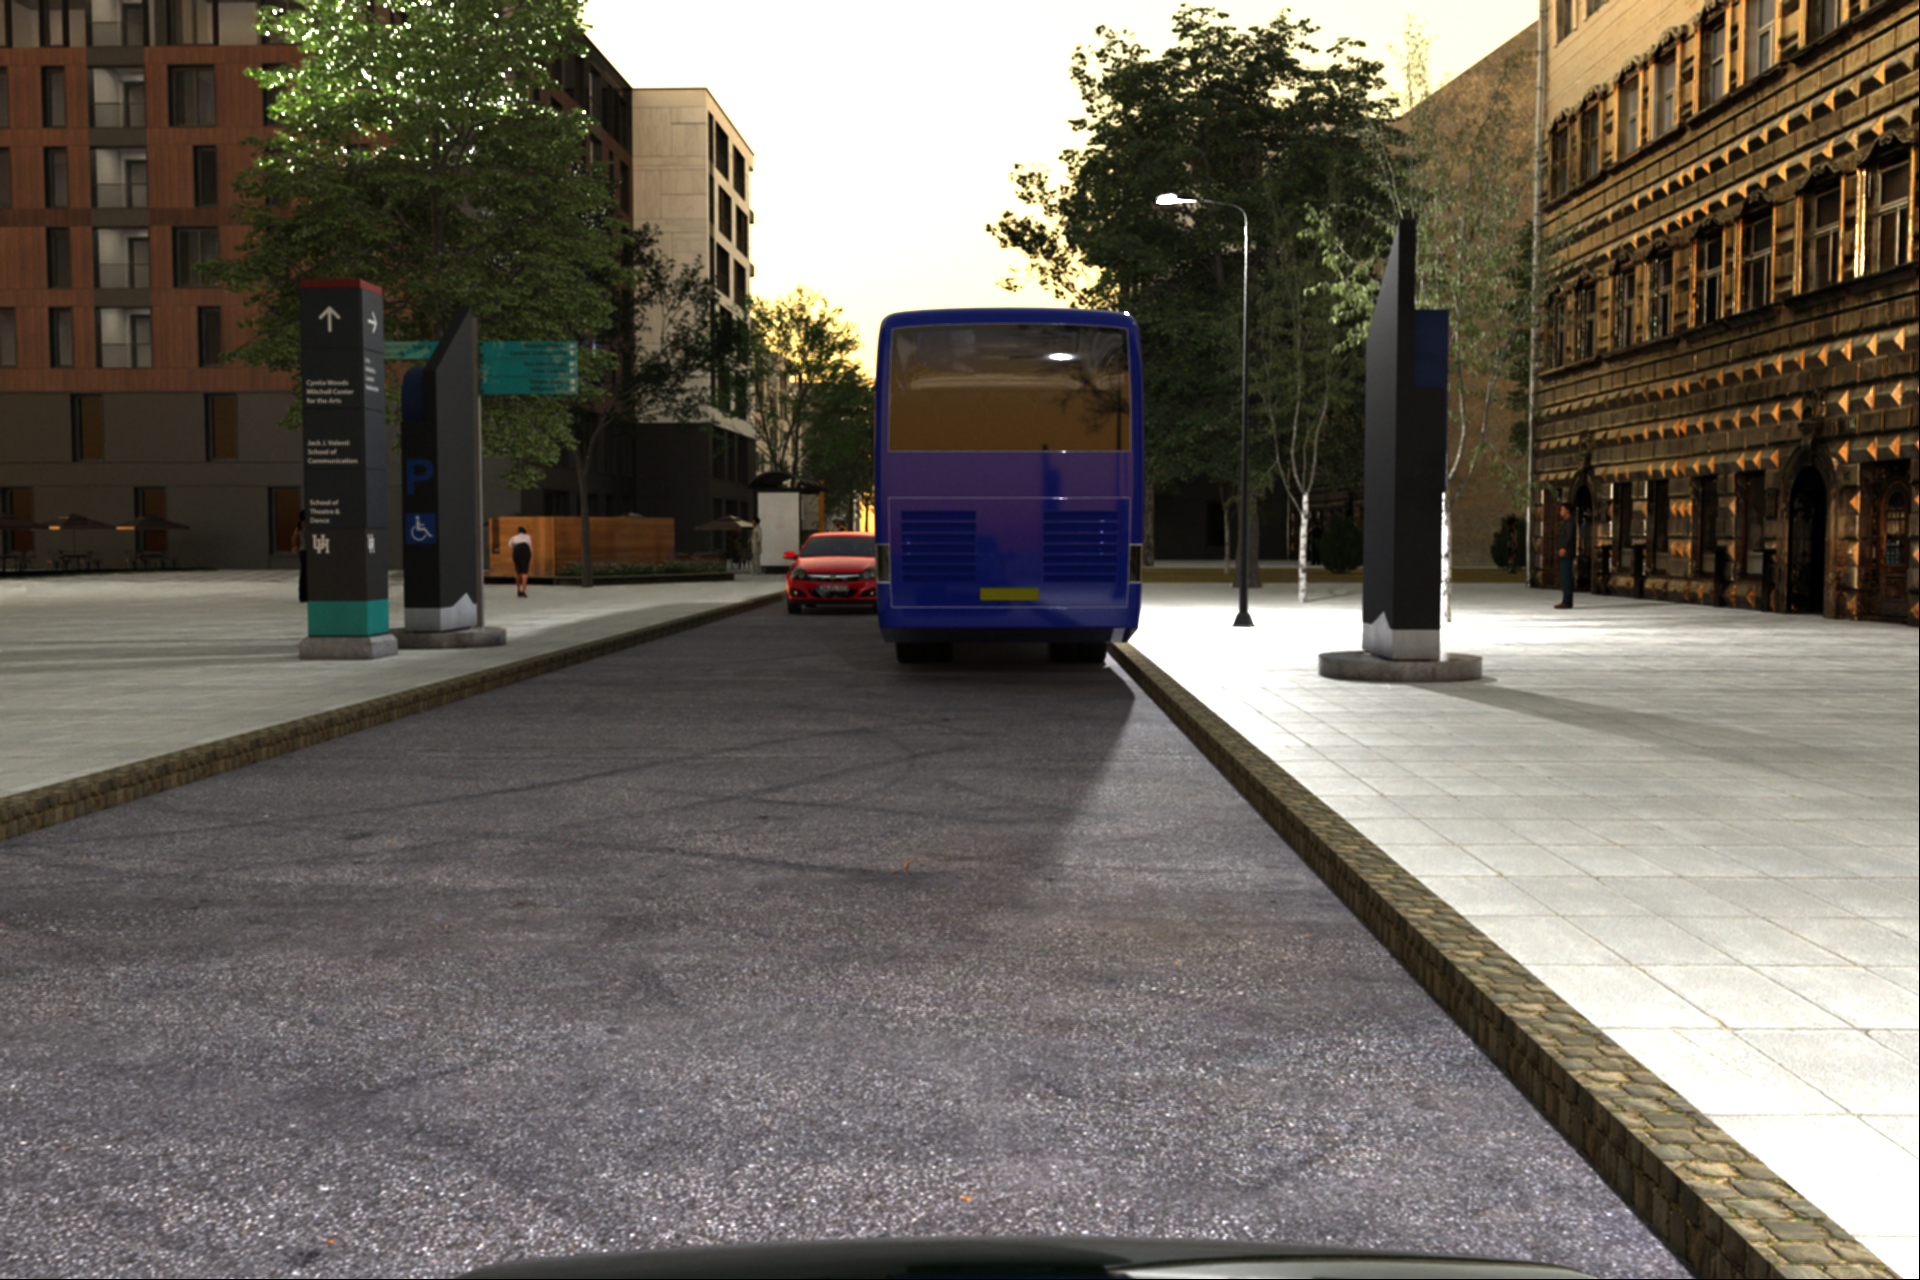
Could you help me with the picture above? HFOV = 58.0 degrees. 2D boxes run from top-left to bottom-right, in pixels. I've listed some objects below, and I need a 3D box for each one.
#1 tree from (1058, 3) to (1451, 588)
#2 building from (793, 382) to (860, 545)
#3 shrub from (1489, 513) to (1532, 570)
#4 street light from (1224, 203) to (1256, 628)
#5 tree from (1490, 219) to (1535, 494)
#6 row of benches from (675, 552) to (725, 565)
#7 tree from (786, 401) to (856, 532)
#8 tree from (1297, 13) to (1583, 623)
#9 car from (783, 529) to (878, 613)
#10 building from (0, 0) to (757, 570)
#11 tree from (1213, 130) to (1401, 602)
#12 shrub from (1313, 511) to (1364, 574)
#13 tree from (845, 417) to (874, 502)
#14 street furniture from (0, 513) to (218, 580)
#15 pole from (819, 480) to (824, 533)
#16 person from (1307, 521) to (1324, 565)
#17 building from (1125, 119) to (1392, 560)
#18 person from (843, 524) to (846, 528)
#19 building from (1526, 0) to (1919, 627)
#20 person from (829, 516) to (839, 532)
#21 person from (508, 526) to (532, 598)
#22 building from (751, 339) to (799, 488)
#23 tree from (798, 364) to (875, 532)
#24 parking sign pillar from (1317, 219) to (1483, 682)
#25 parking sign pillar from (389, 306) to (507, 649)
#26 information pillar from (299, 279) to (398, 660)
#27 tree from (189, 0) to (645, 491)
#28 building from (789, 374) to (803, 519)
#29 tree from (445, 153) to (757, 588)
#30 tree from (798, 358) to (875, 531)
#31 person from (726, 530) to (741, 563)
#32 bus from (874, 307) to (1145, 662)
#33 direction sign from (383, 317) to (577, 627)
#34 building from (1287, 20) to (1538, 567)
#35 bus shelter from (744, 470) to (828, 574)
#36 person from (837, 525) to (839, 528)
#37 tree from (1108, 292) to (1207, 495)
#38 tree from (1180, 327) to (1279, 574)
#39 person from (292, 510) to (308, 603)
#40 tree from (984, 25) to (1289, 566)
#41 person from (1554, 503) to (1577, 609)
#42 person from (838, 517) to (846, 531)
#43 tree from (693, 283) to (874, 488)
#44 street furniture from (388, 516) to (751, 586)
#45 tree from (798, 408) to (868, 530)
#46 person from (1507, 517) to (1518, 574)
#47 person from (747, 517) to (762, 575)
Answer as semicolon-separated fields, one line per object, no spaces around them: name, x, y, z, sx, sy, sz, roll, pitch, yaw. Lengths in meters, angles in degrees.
tree;6.790;-8.218;41.026;9.857;13.997;8.962;0;3;0
building;-22.367;-21.481;217.664;16.747;18.905;31.486;0;4;2
shrub;19.582;-3.503;61.315;1.661;2.075;1.752;0;3;0
street light;4.458;-3.132;23.746;1.470;5.913;1.316;0;4;1
tree;19.092;-8.115;50.804;7.486;12.596;7.792;0;3;0
row of benches;-9.766;-2.692;59.476;4.104;0.672;1.422;-3;5;-44
tree;-7.322;-8.849;95.050;4.360;8.622;3.978;0;3;0
tree;7.171;-4.572;25.107;4.360;8.622;3.978;0;3;0
car;-2.195;-1.440;32.593;2.155;1.783;4.494;0;4;1
building;-25.585;-14.314;78.001;27.936;21.610;32.646;0;4;2
tree;6.348;-4.999;32.103;4.360;8.622;3.978;0;3;0
shrub;12.402;-3.201;56.380;1.661;2.075;1.752;0;3;0
tree;-6.102;-14.229;143.015;12.009;13.543;11.850;0;3;0
street furniture;-31.026;-2.563;46.928;14.083;1.986;27.439;2;4;34
pole;-5.254;-4.390;65.614;0.158;3.312;0.155;0;3;0
person;14.735;-4.022;71.701;1.347;1.837;0.705;-1;4;-23
building;23.250;-15.776;101.916;27.936;21.610;32.646;0;4;1
person;-5.021;-4.222;75.754;0.721;1.740;1.216;-3;4;-38
building;22.555;-12.261;31.398;19.493;23.208;18.063;0;4;1
person;-3.841;-2.927;53.705;0.705;1.847;1.347;-2;4;-27
person;-8.888;-1.589;35.210;0.628;1.438;0.799;-3;5;-42
building;-26.052;-18.475;168.519;16.747;18.905;31.486;0;4;2
tree;-6.800;-13.147;125.330;12.009;13.543;11.850;0;3;0
parking sign pillar;3.975;-1.657;15.563;1.447;3.967;1.447;0;4;1
parking sign pillar;-5.983;-1.922;19.894;1.447;3.967;1.447;0;4;2
information pillar;-6.369;-1.748;17.958;0.750;3.857;0.750;0;4;2
tree;-9.373;-6.876;30.552;7.486;12.596;7.792;0;3;0
building;-23.551;-20.269;187.811;16.016;20.090;11.380;0;4;2
tree;-8.903;-6.557;41.620;8.767;10.594;7.601;0;4;3
tree;-6.896;-11.863;112.082;7.486;12.596;7.792;0;3;0
person;-10.160;-4.423;78.085;0.705;1.858;1.354;-2;4;-34
bus;0.460;-1.872;22.155;2.896;3.916;12.251;0;3;0
direction sign;-5.971;-2.033;21.998;2.525;3.948;1.411;0;4;1
building;25.431;-15.006;76.281;19.493;23.208;18.063;0;4;1
bus shelter;-5.738;-3.916;57.956;2.014;3.302;5.546;0;4;3
person;-4.092;-3.129;57.384;0.704;1.802;1.346;0;4;-4
tree;7.788;-9.954;80.880;7.486;12.596;7.792;0;3;0
tree;8.661;-6.450;55.826;4.360;8.622;3.978;0;3;0
person;-12.216;-1.576;32.578;1.217;1.737;0.721;3;4;38
tree;6.094;-12.939;67.446;12.611;20.169;13.585;0;3;0
person;10.414;-1.453;29.817;0.705;1.821;1.348;1;4;17
person;-3.824;-3.013;55.230;0.705;1.833;1.349;0;4;3
tree;-7.372;-9.024;73.293;9.928;11.665;9.643;0;3;0
street furniture;-9.387;-2.448;46.886;9.812;1.723;11.010;2;4;30
tree;-6.958;-9.214;101.016;4.360;8.622;3.978;0;3;0
person;17.996;-3.071;56.360;0.704;1.843;1.345;1;4;14
person;-6.408;-2.939;54.239;0.705;1.806;1.347;-1;4;-21
